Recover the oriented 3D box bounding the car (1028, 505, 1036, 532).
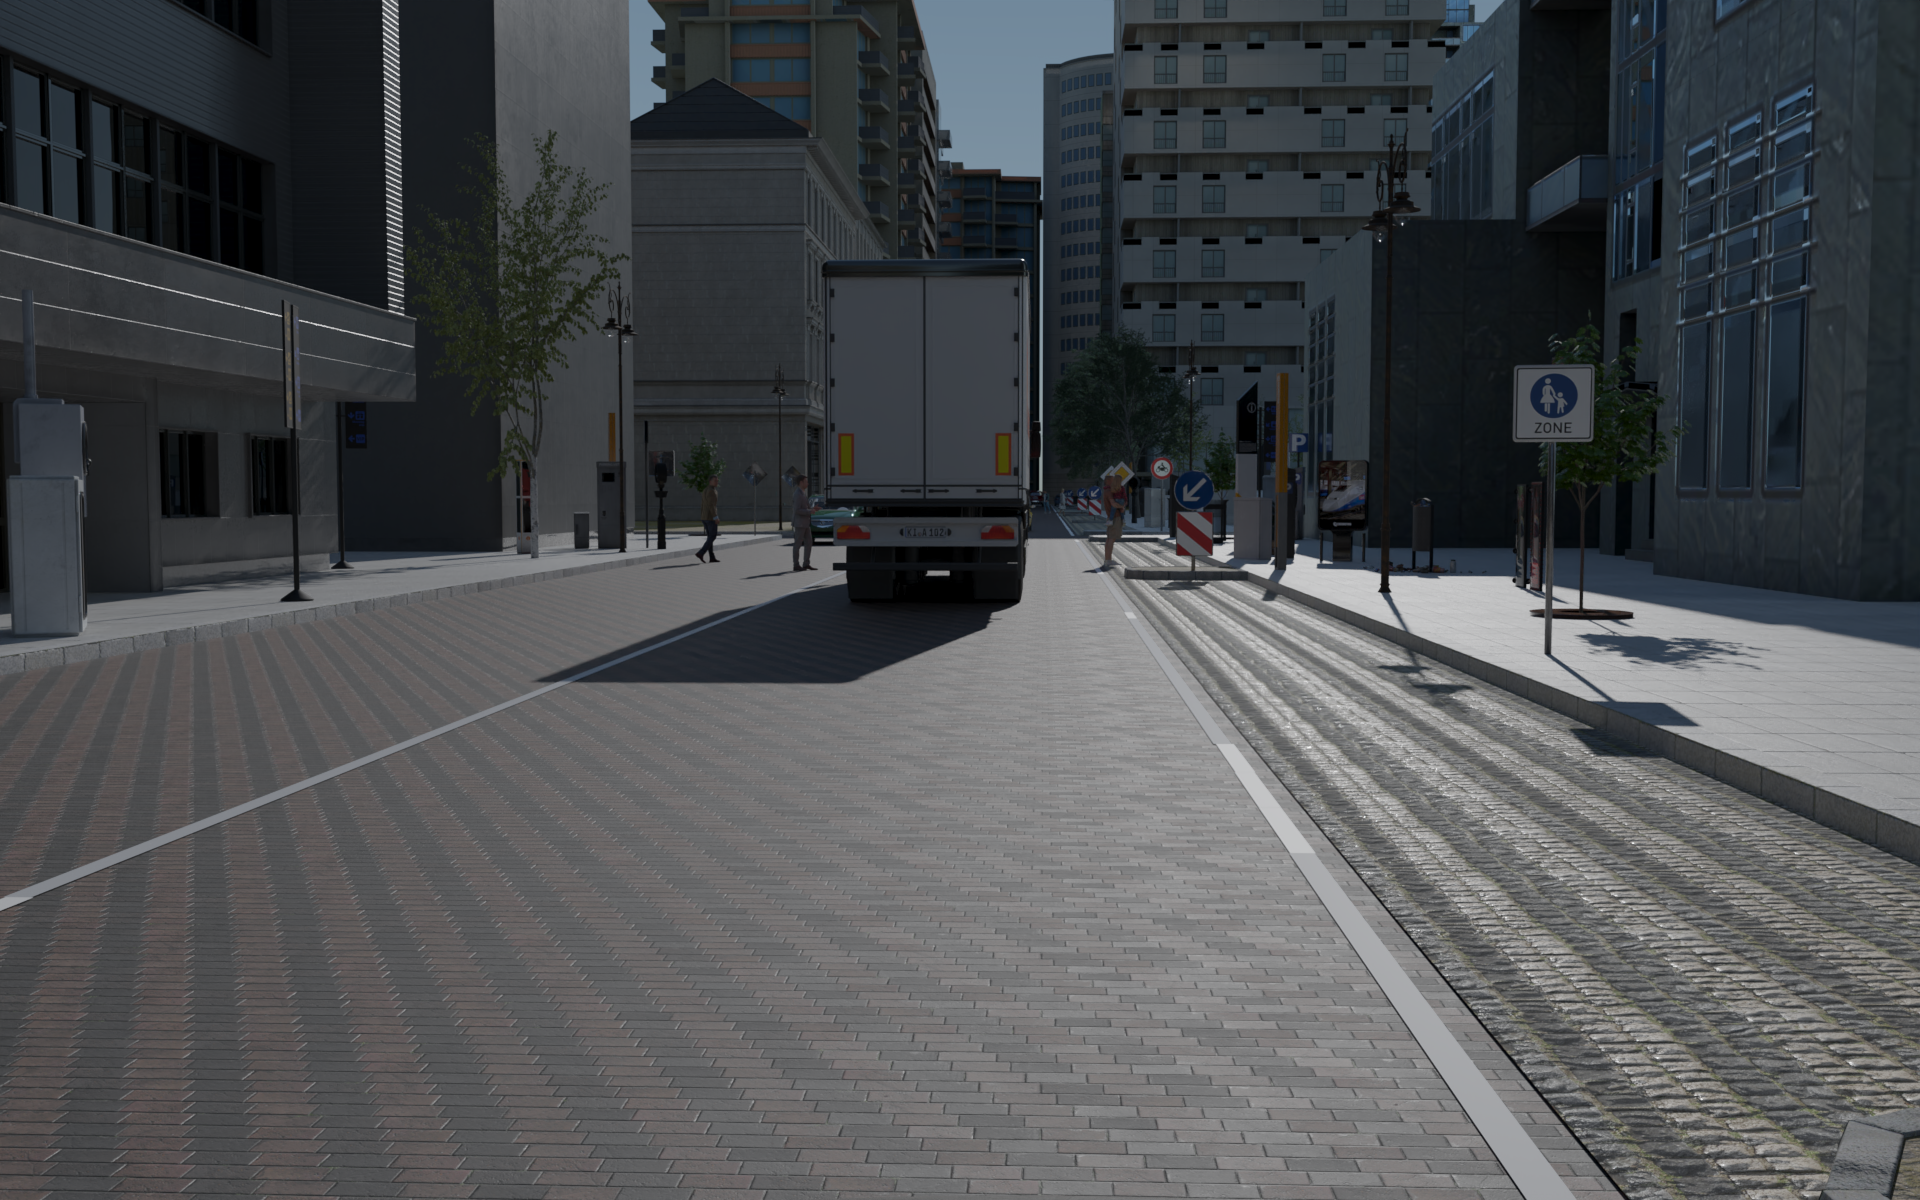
[{"bbox_3d":[1.889,-3.460,66.791,2.015,1.641,3.980,0,4,4],"label":"car"}]

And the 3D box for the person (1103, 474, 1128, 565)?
[{"bbox_3d":[3.079,-1.605,34.722,0.580,1.828,0.573,3,4,38],"label":"person"}]

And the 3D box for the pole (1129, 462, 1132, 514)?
[{"bbox_3d":[10.953,-7.179,111.218,0.158,3.312,0.155,0,3,0],"label":"pole"}]

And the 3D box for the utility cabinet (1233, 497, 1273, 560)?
[{"bbox_3d":[5.775,-1.406,34.156,0.306,1.237,1.020,-1,4,-21],"label":"utility cabinet"}]

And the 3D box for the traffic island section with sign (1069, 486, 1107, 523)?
[{"bbox_3d":[6.502,-4.678,85.115,1.989,1.847,2.006,0,4,3],"label":"traffic island section with sign"}]

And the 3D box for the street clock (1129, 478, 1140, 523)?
[{"bbox_3d":[7.627,-4.353,75.745,0.471,2.002,0.358,2,4,34],"label":"street clock"}]

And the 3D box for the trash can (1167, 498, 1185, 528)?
[{"bbox_3d":[7.798,-3.099,62.320,0.748,1.137,0.748,0,3,0],"label":"trash can"}]

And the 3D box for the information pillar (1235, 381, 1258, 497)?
[{"bbox_3d":[5.944,-2.723,35.872,0.504,3.616,0.183,-2,4,-25],"label":"information pillar"}]

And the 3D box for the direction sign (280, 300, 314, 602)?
[{"bbox_3d":[-7.962,-1.755,20.698,0.379,3.537,0.876,-1,4,-10],"label":"direction sign"}]

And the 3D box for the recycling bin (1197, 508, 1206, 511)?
[{"bbox_3d":[10.850,-4.072,79.137,0.722,1.027,0.722,0,4,6],"label":"recycling bin"}]

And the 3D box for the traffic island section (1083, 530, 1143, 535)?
[{"bbox_3d":[5.305,-2.340,60.546,2.009,0.180,2.903,0,4,3],"label":"traffic island section"}]

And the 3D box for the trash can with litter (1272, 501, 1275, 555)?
[{"bbox_3d":[6.671,-1.550,36.723,0.624,1.170,1.055,-1,4,-14],"label":"trash can with litter"}]

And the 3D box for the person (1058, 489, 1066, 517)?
[{"bbox_3d":[6.444,-6.165,109.651,0.624,1.780,0.694,0,4,-6],"label":"person"}]

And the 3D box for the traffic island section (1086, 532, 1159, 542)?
[{"bbox_3d":[4.923,-1.853,52.570,2.009,0.180,2.903,0,4,3],"label":"traffic island section"}]

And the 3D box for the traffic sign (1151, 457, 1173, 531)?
[{"bbox_3d":[6.966,-3.649,59.769,0.768,2.556,0.104,0,4,5],"label":"traffic sign"}]

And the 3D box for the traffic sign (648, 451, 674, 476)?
[{"bbox_3d":[-7.014,-2.359,40.696,0.606,2.300,0.079,0,4,4],"label":"traffic sign"}]

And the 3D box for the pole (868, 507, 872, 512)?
[{"bbox_3d":[-5.122,-6.393,98.369,0.158,3.312,0.155,0,3,0],"label":"pole"}]

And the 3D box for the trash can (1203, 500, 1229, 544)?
[{"bbox_3d":[6.613,-2.038,44.973,0.748,1.137,0.748,0,3,0],"label":"trash can"}]

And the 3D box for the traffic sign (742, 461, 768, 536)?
[{"bbox_3d":[-6.281,-3.022,53.048,0.795,2.450,0.064,0,4,3],"label":"traffic sign"}]

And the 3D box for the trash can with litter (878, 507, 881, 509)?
[{"bbox_3d":[-4.581,-5.291,97.893,0.624,1.170,1.055,0,4,5],"label":"trash can with litter"}]

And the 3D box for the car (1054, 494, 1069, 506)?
[{"bbox_3d":[11.921,-11.679,202.950,2.014,1.417,4.499,0,4,3],"label":"car"}]

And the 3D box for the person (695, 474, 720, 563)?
[{"bbox_3d":[-5.199,-1.688,36.011,0.656,1.842,0.836,2,4,31],"label":"person"}]

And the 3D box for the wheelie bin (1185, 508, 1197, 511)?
[{"bbox_3d":[17.874,-7.752,134.659,0.693,1.594,0.980,-2,4,-29],"label":"wheelie bin"}]

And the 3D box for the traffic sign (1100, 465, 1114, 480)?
[{"bbox_3d":[5.282,-3.476,60.470,0.795,2.450,0.064,0,4,3],"label":"traffic sign"}]

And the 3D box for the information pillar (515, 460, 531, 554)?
[{"bbox_3d":[-9.313,-1.994,37.092,0.304,2.012,0.304,-2,4,-35],"label":"information pillar"}]

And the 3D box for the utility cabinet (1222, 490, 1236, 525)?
[{"bbox_3d":[11.209,-3.766,70.246,0.318,1.500,1.173,-2,4,-24],"label":"utility cabinet"}]

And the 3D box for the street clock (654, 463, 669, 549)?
[{"bbox_3d":[-6.948,-2.184,40.283,0.358,2.002,0.471,-1,4,-18],"label":"street clock"}]

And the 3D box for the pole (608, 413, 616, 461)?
[{"bbox_3d":[-8.731,-3.037,43.502,0.158,3.312,0.155,0,3,0],"label":"pole"}]

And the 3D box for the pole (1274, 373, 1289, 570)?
[{"bbox_3d":[5.433,-2.167,29.267,0.158,3.312,0.155,0,3,0],"label":"pole"}]

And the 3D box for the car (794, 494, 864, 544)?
[{"bbox_3d":[-3.763,-2.383,50.756,2.131,1.459,4.920,0,4,2],"label":"car"}]

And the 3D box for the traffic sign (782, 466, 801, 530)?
[{"bbox_3d":[-5.899,-3.510,61.024,0.795,2.450,0.064,0,4,3],"label":"traffic sign"}]

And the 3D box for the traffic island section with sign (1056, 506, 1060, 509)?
[{"bbox_3d":[10.189,-9.407,162.435,1.989,1.847,2.006,0,4,3],"label":"traffic island section with sign"}]

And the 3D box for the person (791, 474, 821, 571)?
[{"bbox_3d":[-2.876,-1.448,32.373,0.583,1.804,0.606,0,3,0],"label":"person"}]

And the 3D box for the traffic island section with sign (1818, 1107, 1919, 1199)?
[{"bbox_3d":[2.537,0.365,2.665,1.989,1.847,2.006,0,4,3],"label":"traffic island section with sign"}]

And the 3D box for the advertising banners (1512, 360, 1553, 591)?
[{"bbox_3d":[7.676,-1.640,23.001,0.090,3.025,2.074,0,4,3],"label":"advertising banners"}]

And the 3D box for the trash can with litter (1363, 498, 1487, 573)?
[{"bbox_3d":[7.578,-1.088,28.843,1.678,1.210,2.233,-1,4,-19],"label":"trash can with litter"}]

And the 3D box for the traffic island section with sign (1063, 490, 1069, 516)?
[{"bbox_3d":[7.777,-6.325,112.041,1.989,1.847,2.006,0,4,3],"label":"traffic island section with sign"}]

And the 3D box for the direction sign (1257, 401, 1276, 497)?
[{"bbox_3d":[7.324,-3.078,42.324,0.876,3.537,0.379,1,4,10],"label":"direction sign"}]

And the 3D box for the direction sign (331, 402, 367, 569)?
[{"bbox_3d":[-10.621,-2.305,29.691,0.876,3.537,0.379,-1,4,-22],"label":"direction sign"}]

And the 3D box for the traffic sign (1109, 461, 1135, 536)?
[{"bbox_3d":[4.899,-2.988,52.494,0.795,2.450,0.064,0,4,3],"label":"traffic sign"}]

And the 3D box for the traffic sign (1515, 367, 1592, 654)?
[{"bbox_3d":[4.704,-0.713,13.794,0.606,2.300,0.079,1,4,11],"label":"traffic sign"}]

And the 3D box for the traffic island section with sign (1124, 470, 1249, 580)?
[{"bbox_3d":[3.826,-1.282,29.589,1.989,1.847,2.006,0,4,3],"label":"traffic island section with sign"}]

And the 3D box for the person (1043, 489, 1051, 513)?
[{"bbox_3d":[6.435,-7.381,129.530,0.623,1.781,0.721,2,4,35],"label":"person"}]

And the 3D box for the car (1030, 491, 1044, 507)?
[{"bbox_3d":[8.636,-11.564,197.746,2.281,1.827,5.304,0,4,3],"label":"car"}]
